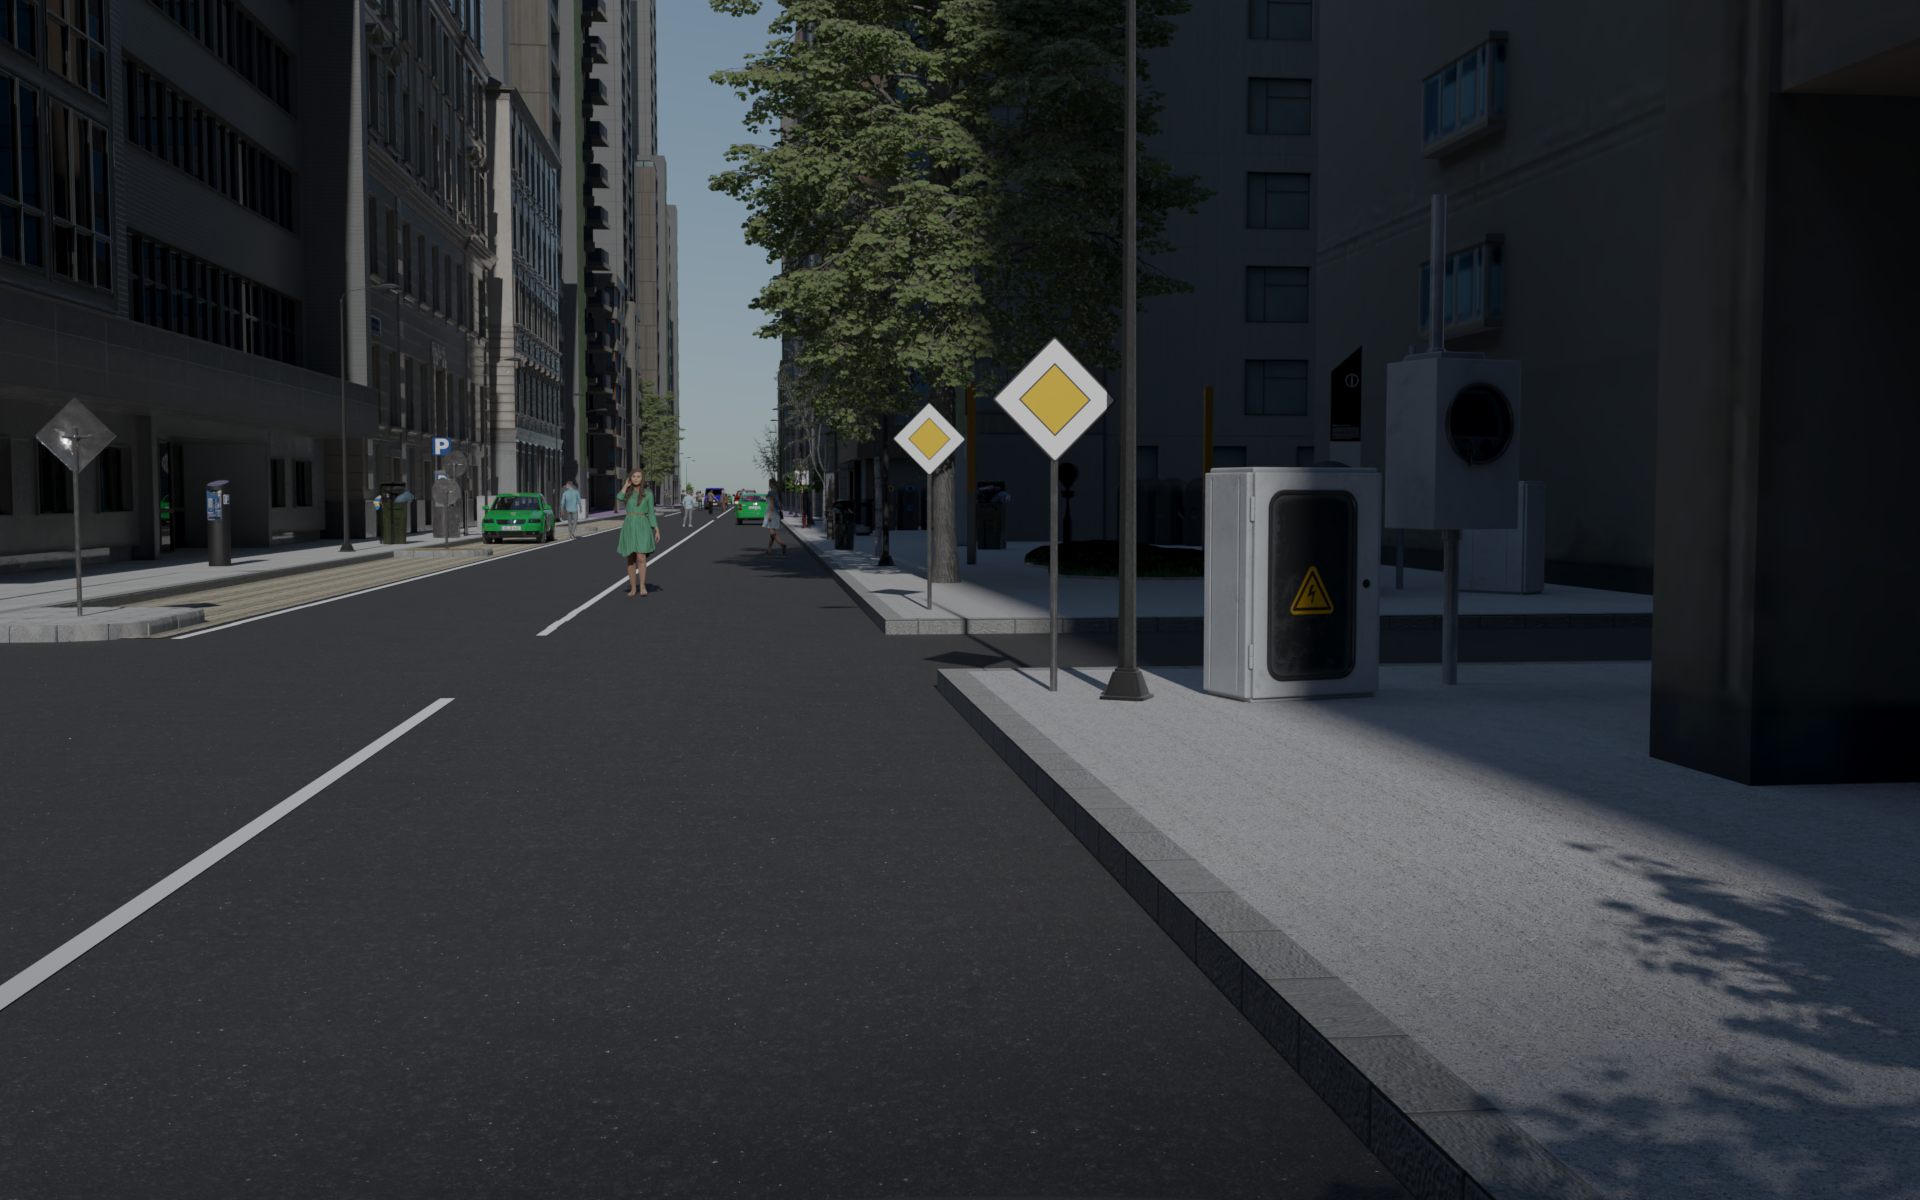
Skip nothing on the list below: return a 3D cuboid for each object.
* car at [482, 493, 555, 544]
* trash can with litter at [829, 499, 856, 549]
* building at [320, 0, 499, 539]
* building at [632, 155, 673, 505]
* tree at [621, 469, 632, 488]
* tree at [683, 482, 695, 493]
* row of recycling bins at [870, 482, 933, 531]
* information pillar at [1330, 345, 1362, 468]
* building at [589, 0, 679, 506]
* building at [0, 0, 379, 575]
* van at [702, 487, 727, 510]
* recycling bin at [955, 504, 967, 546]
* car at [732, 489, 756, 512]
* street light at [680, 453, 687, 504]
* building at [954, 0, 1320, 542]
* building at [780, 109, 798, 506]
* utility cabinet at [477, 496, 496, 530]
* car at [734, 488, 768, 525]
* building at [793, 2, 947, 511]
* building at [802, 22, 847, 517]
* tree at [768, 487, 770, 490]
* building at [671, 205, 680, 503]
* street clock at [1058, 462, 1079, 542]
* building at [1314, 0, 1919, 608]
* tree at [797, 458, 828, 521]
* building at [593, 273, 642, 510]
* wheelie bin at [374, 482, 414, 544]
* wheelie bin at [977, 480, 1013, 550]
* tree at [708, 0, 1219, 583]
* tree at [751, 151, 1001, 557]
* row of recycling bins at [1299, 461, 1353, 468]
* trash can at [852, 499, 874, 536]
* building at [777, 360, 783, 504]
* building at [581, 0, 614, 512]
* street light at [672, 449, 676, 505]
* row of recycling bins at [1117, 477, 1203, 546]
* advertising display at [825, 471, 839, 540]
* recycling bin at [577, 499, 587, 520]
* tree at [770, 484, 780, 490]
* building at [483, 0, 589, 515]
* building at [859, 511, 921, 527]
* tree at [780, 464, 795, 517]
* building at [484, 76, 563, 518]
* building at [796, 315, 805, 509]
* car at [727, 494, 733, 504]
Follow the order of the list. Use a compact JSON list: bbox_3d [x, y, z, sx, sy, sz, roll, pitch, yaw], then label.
[{"bbox_3d":[-12.940,-2.571,50.837,1.959,1.807,4.718,-1,4,-8],"label":"car"},{"bbox_3d":[-2.751,-1.758,40.137,0.624,1.170,1.055,-1,4,-9],"label":"trash can with litter"},{"bbox_3d":[-23.890,-16.049,59.657,12.463,27.353,25.104,0,4,-7],"label":"building"},{"bbox_3d":[-41.542,-31.737,202.502,14.154,41.232,14.086,0,4,-7],"label":"building"},{"bbox_3d":[-24.869,-8.335,130.879,1.663,3.219,1.824,0,3,0],"label":"tree"},{"bbox_3d":[-39.360,-15.678,250.934,1.663,3.219,1.824,0,3,0],"label":"tree"},{"bbox_3d":[-1.455,-3.326,61.485,3.534,1.692,1.069,-1,4,-18],"label":"row of recycling bins"},{"bbox_3d":[6.099,-2.202,27.353,0.504,3.616,0.183,1,4,13],"label":"information pillar"},{"bbox_3d":[-46.383,-47.719,218.450,20.563,71.187,20.611,0,4,-7],"label":"building"},{"bbox_3d":[-21.241,-13.010,31.781,14.314,24.678,30.058,0,4,-7],"label":"building"},{"bbox_3d":[-22.429,-9.440,158.727,2.240,2.365,5.245,0,4,-5],"label":"van"},{"bbox_3d":[-0.044,-1.855,42.887,0.722,1.027,0.722,-1,4,-13],"label":"recycling bin"},{"bbox_3d":[-17.226,-8.017,139.745,2.281,1.827,5.304,0,4,-7],"label":"car"},{"bbox_3d":[-32.118,-13.729,197.002,1.470,5.913,1.316,0,4,-7],"label":"street light"},{"bbox_3d":[6.422,-22.584,52.851,14.154,41.232,14.086,0,4,-7],"label":"building"},{"bbox_3d":[-12.234,-30.786,186.942,14.154,41.232,14.086,0,4,-7],"label":"building"},{"bbox_3d":[-16.898,-3.142,62.531,1.020,1.237,0.306,0,4,5],"label":"utility cabinet"},{"bbox_3d":[-9.611,-4.430,81.227,1.959,1.807,4.718,0,4,-6],"label":"car"},{"bbox_3d":[-8.394,-31.297,161.819,14.600,45.320,14.200,0,4,-7],"label":"building"},{"bbox_3d":[0.480,-34.764,110.395,21.231,58.520,28.212,0,4,-7],"label":"building"},{"bbox_3d":[-21.642,-12.662,201.617,1.663,3.219,1.824,0,3,0],"label":"tree"},{"bbox_3d":[-45.903,-33.862,237.244,14.154,41.232,14.086,0,4,-7],"label":"building"},{"bbox_3d":[2.469,-2.149,39.705,0.471,2.002,0.358,1,4,23],"label":"street clock"},{"bbox_3d":[18.109,-24.887,30.606,21.600,48.544,21.300,0,4,-7],"label":"building"},{"bbox_3d":[-6.881,-5.437,83.489,1.663,3.219,1.824,0,3,0],"label":"tree"},{"bbox_3d":[-42.276,-18.559,148.481,27.650,21.520,28.899,0,4,-7],"label":"building"},{"bbox_3d":[-14.450,-2.224,44.270,0.980,1.594,0.693,-2,4,-27],"label":"wheelie bin"},{"bbox_3d":[0.741,-1.971,40.138,0.980,1.594,0.693,1,4,13],"label":"wheelie bin"},{"bbox_3d":[0.061,-6.499,24.392,7.486,12.596,7.792,0,3,0],"label":"tree"},{"bbox_3d":[-1.496,-5.190,35.217,4.360,8.622,3.978,0,3,0],"label":"tree"},{"bbox_3d":[4.791,-0.966,22.915,1.069,1.692,3.534,0,4,7],"label":"row of recycling bins"},{"bbox_3d":[-2.993,-2.555,53.433,0.748,1.137,0.748,0,3,0],"label":"trash can"},{"bbox_3d":[-11.091,-24.099,239.065,27.650,21.520,28.899,0,4,-7],"label":"building"},{"bbox_3d":[-35.864,-28.398,118.936,22.147,44.769,28.867,0,4,-7],"label":"building"},{"bbox_3d":[-29.575,-12.464,176.326,1.470,5.913,1.316,0,4,-7],"label":"street light"},{"bbox_3d":[5.191,-2.248,43.875,1.069,1.692,3.534,-2,4,-32],"label":"row of recycling bins"},{"bbox_3d":[-3.591,-2.652,48.575,0.123,1.923,0.974,-1,4,-20],"label":"advertising display"},{"bbox_3d":[-19.140,-4.552,86.980,0.722,1.027,0.722,0,4,-6],"label":"recycling bin"},{"bbox_3d":[-14.756,-9.307,146.764,1.663,3.219,1.824,0,3,0],"label":"tree"},{"bbox_3d":[-29.066,-25.346,98.009,14.154,41.232,14.086,0,4,-7],"label":"building"},{"bbox_3d":[1.982,-25.954,74.456,14.600,45.320,14.200,0,4,-7],"label":"building"},{"bbox_3d":[-8.938,-6.169,95.468,1.663,3.219,1.824,0,3,0],"label":"tree"},{"bbox_3d":[-24.738,-14.256,82.236,9.793,20.994,18.267,0,4,-7],"label":"building"},{"bbox_3d":[0.815,-18.162,141.980,27.650,21.520,28.899,0,4,-7],"label":"building"},{"bbox_3d":[-33.011,-14.408,244.365,1.959,1.807,4.718,-1,4,-8],"label":"car"}]
